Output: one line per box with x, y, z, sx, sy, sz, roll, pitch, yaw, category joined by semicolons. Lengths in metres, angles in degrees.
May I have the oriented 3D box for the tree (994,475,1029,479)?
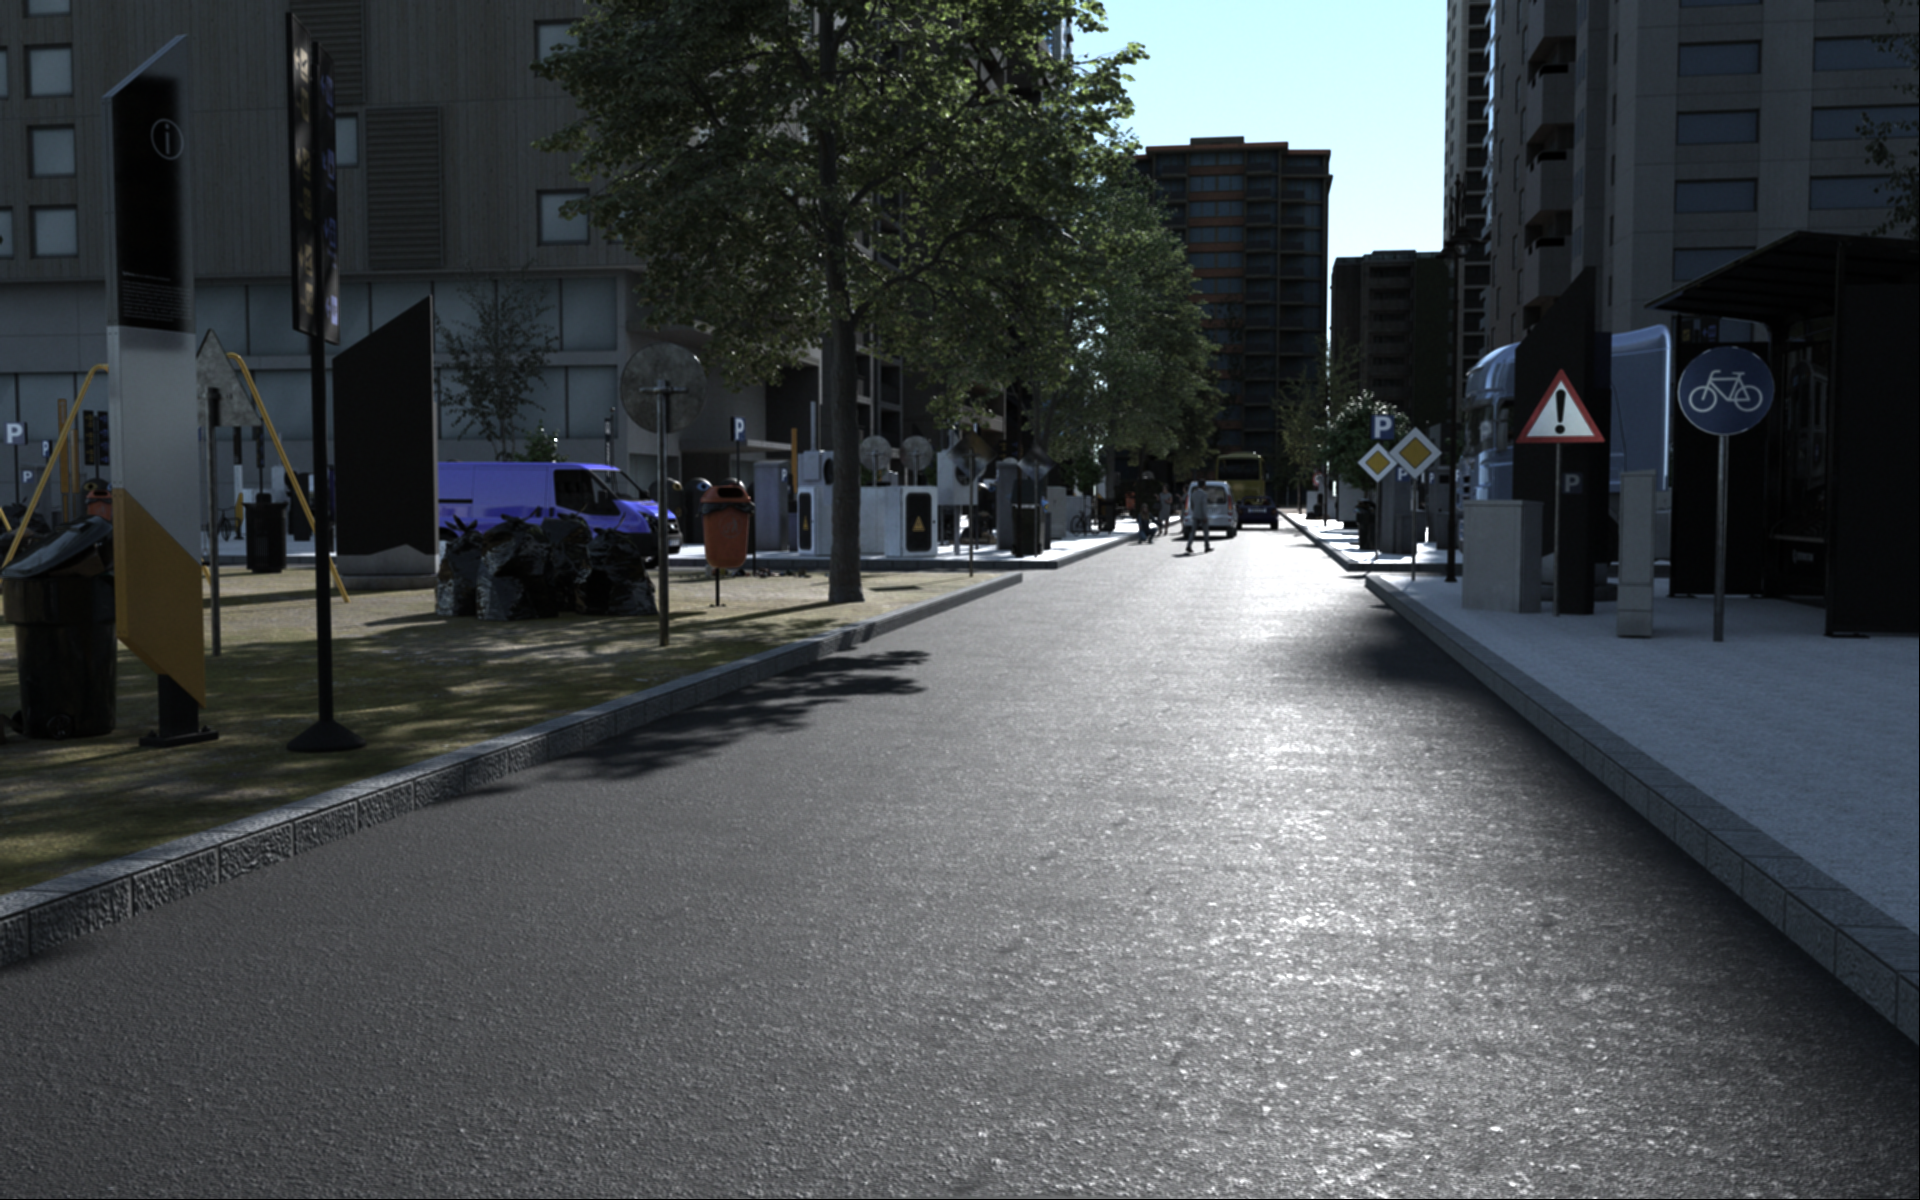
2.574;-5.424;83.289;1.663;3.219;1.824;0;3;0;tree

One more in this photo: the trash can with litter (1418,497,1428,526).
18.218;-3.487;68.398;0.624;1.170;1.055;-2;4;-28;trash can with litter

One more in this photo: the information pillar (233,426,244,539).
-20.449;-3.529;49.058;0.183;3.616;0.504;-3;4;-38;information pillar

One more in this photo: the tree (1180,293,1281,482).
23.321;-18.832;163.789;12.611;20.169;13.585;0;3;0;tree

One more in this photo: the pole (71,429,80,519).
-27.884;-3.716;54.601;0.158;3.312;0.155;0;3;0;pole

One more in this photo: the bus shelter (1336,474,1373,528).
14.624;-4.226;63.025;2.014;3.302;5.546;1;4;10;bus shelter

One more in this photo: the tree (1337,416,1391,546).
10.246;-2.986;43.429;1.663;3.219;1.824;0;3;0;tree

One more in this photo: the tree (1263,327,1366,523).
16.119;-7.734;76.806;4.737;8.622;4.395;0;3;0;tree

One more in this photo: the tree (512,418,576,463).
-10.544;-3.025;44.057;1.663;3.219;1.824;0;3;0;tree

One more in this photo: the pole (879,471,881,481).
-3.059;-4.361;65.149;0.158;3.312;0.155;0;3;0;pole

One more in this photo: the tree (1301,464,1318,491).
22.553;-7.036;109.641;1.663;3.219;1.824;0;3;0;tree

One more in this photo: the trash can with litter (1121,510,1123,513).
10.001;-5.968;108.964;0.624;1.170;1.055;1;4;17;trash can with litter

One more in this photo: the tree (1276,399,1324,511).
26.395;-11.231;133.984;4.360;8.622;3.978;0;3;0;tree

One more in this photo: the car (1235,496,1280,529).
12.241;-3.604;71.499;1.945;1.354;3.894;1;4;9;car

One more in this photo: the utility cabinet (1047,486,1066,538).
2.588;-2.543;50.260;1.173;1.500;0.318;-3;5;-44;utility cabinet

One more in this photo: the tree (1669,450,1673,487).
27.800;-4.491;68.026;1.663;3.219;1.824;0;3;0;tree

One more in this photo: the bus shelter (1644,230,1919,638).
8.806;-1.657;18.382;1.731;3.624;6.357;1;4;10;bus shelter

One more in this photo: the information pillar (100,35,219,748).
-4.059;-1.064;8.748;0.183;3.616;0.504;2;4;24;information pillar

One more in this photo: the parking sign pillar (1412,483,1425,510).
19.741;-5.330;75.612;1.447;3.967;1.447;-1;4;-20;parking sign pillar

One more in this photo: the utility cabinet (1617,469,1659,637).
6.205;-0.442;15.902;0.318;1.500;1.173;1;4;22;utility cabinet

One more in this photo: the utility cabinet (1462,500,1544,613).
5.977;-0.485;19.099;0.306;1.237;1.020;-1;4;-21;utility cabinet

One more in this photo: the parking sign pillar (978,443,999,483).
1.510;-6.151;89.047;1.447;3.967;1.447;-3;5;-41;parking sign pillar

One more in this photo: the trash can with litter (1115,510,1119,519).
7.124;-4.409;83.482;0.624;1.170;1.055;1;4;23;trash can with litter

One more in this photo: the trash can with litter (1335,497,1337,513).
18.385;-4.344;82.413;1.055;1.170;0.624;2;4;33;trash can with litter

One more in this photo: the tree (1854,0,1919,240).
13.306;-4.383;22.028;4.360;8.622;3.978;0;3;0;tree

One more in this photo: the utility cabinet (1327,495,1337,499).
21.286;-5.340;98.462;1.020;1.237;0.306;2;4;30;utility cabinet

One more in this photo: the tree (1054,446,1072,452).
6.581;-7.431;105.215;4.285;4.588;4.351;0;3;0;tree

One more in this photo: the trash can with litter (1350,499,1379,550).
9.541;-1.738;39.811;1.055;1.170;0.624;-2;4;-33;trash can with litter

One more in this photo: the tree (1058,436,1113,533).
4.011;-3.848;57.510;1.663;3.219;1.824;0;3;0;tree

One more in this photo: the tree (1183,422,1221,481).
24.749;-13.752;175.204;4.360;8.622;3.978;0;3;0;tree

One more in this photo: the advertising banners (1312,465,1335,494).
21.740;-6.485;102.225;2.074;3.025;0.090;1;4;21;advertising banners

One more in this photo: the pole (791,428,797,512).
-5.125;-3.653;53.573;0.158;3.312;0.155;0;3;0;pole

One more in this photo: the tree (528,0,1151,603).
-1.773;-6.262;20.504;7.486;12.596;7.792;0;3;0;tree

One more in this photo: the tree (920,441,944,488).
-0.553;-4.115;61.879;1.663;3.219;1.824;0;3;0;tree

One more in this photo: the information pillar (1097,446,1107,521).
6.423;-5.298;77.977;0.504;3.616;0.183;-2;4;-31;information pillar

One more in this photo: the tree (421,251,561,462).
-13.772;-6.189;51.552;4.360;8.622;3.978;0;3;0;tree

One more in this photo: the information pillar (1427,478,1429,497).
21.176;-4.505;78.152;0.304;2.012;0.304;1;4;22;information pillar

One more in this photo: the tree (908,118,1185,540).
2.296;-7.474;47.962;9.928;11.665;9.643;0;3;0;tree

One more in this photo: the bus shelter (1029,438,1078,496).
4.174;-5.063;74.059;1.731;3.624;6.357;1;4;9;bus shelter

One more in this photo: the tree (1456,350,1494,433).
26.615;-8.229;84.904;4.737;8.622;4.395;0;3;0;tree

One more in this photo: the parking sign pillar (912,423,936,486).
-1.351;-4.786;66.716;1.447;3.967;1.447;2;4;28;parking sign pillar

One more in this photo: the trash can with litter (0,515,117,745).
-4.860;0.146;9.002;0.624;1.170;1.055;3;4;36;trash can with litter

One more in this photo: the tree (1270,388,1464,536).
12.519;-4.240;53.034;4.285;4.588;4.351;0;3;0;tree

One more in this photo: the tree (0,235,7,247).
-5.061;-1.341;5.645;4.285;4.588;4.351;0;3;0;tree

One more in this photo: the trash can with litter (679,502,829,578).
-3.099;-0.969;26.894;2.233;1.210;1.678;1;4;13;trash can with litter

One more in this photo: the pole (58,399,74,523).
-19.302;-2.660;37.326;0.158;3.312;0.155;0;3;0;pole

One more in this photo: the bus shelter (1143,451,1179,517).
11.422;-6.539;98.197;1.731;3.624;6.357;1;4;10;bus shelter

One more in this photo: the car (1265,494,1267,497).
19.752;-6.666;117.667;2.281;1.827;5.304;0;4;8;car

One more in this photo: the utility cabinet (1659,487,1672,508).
22.686;-2.872;55.643;0.318;1.500;1.173;-1;4;-21;utility cabinet

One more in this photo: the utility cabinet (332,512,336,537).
-18.500;-2.642;51.882;0.318;1.500;1.173;2;4;24;utility cabinet

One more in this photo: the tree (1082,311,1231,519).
9.295;-9.401;88.111;7.601;10.594;8.767;3;4;36;tree

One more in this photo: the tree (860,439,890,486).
-3.560;-4.085;61.394;1.663;3.219;1.824;0;3;0;tree

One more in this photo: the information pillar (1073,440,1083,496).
4.790;-4.819;70.143;0.504;3.616;0.183;-3;5;-43;information pillar
